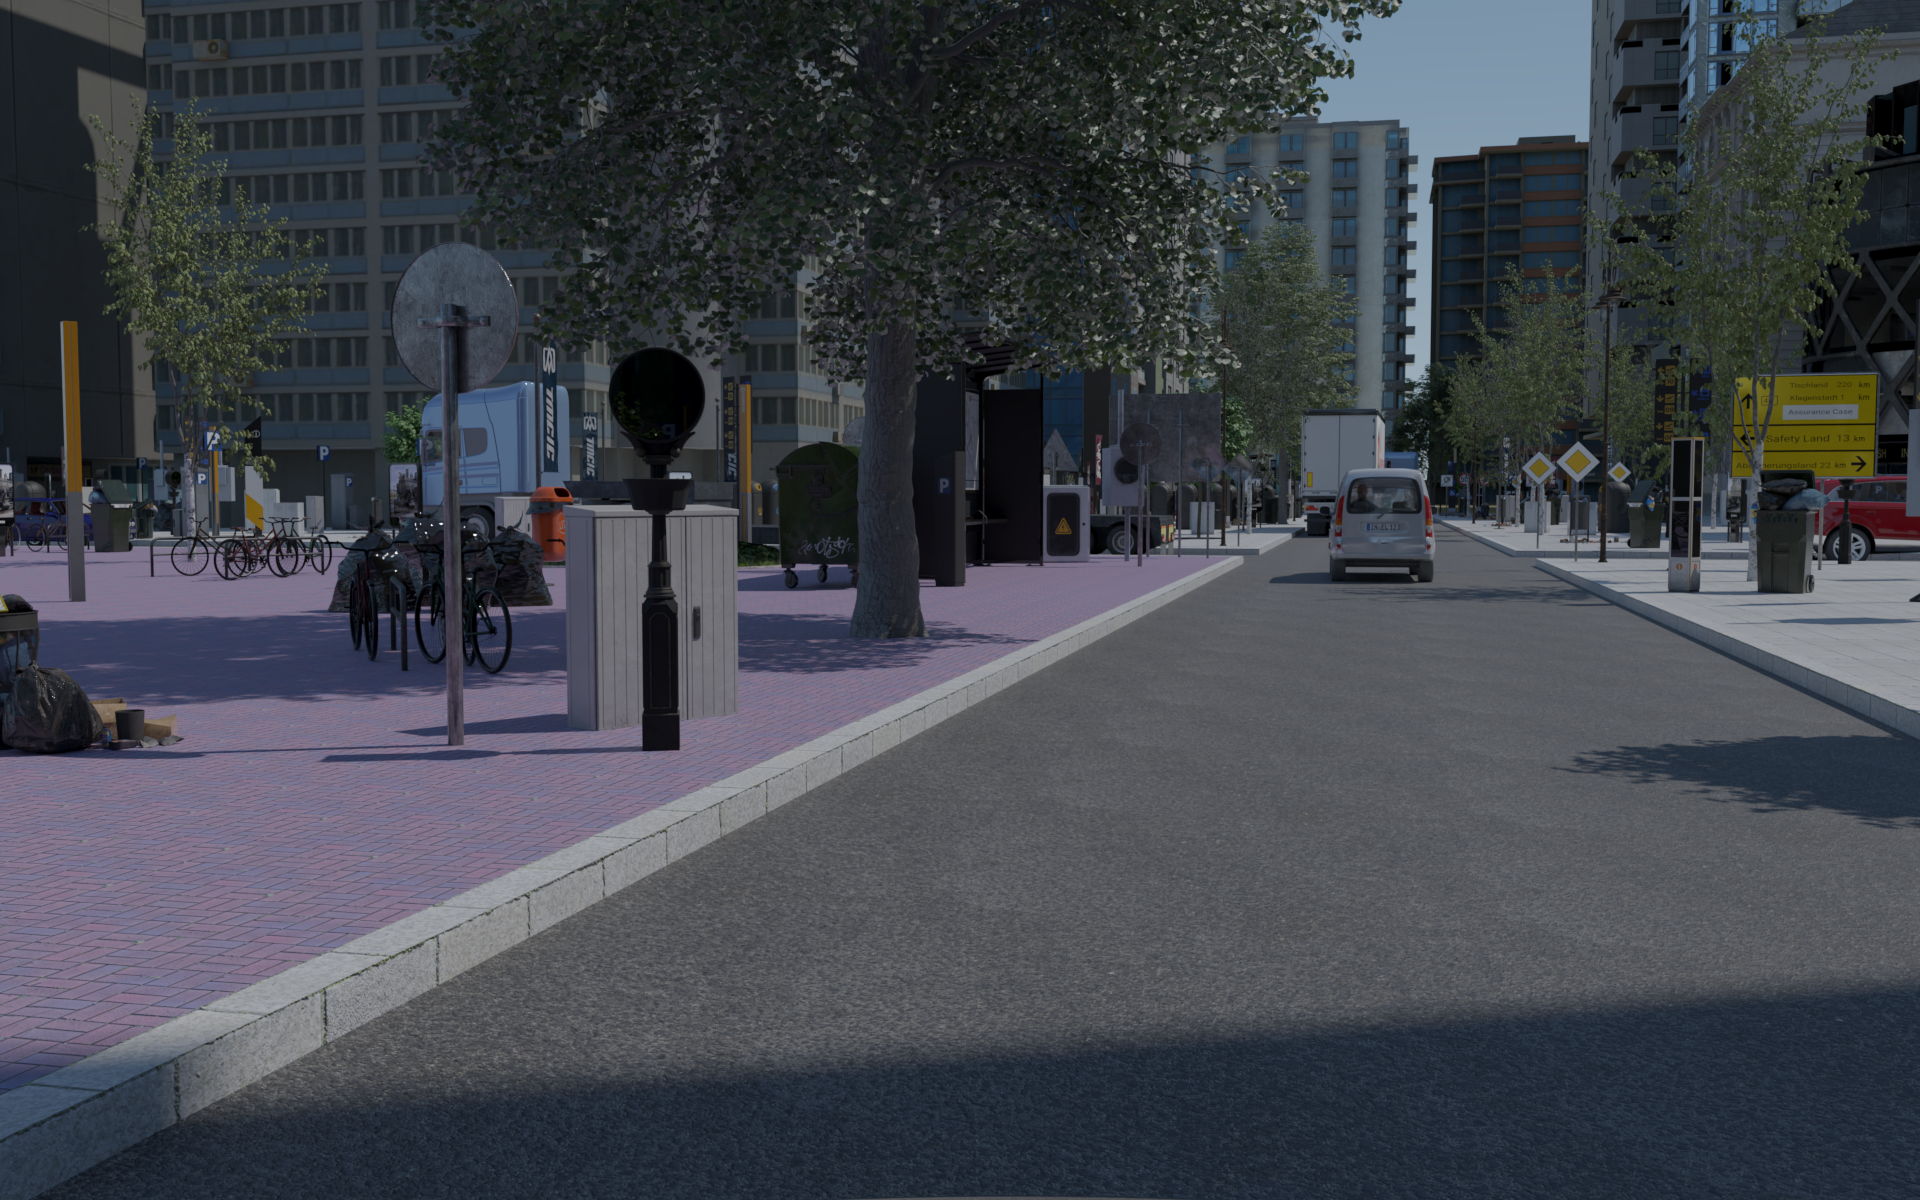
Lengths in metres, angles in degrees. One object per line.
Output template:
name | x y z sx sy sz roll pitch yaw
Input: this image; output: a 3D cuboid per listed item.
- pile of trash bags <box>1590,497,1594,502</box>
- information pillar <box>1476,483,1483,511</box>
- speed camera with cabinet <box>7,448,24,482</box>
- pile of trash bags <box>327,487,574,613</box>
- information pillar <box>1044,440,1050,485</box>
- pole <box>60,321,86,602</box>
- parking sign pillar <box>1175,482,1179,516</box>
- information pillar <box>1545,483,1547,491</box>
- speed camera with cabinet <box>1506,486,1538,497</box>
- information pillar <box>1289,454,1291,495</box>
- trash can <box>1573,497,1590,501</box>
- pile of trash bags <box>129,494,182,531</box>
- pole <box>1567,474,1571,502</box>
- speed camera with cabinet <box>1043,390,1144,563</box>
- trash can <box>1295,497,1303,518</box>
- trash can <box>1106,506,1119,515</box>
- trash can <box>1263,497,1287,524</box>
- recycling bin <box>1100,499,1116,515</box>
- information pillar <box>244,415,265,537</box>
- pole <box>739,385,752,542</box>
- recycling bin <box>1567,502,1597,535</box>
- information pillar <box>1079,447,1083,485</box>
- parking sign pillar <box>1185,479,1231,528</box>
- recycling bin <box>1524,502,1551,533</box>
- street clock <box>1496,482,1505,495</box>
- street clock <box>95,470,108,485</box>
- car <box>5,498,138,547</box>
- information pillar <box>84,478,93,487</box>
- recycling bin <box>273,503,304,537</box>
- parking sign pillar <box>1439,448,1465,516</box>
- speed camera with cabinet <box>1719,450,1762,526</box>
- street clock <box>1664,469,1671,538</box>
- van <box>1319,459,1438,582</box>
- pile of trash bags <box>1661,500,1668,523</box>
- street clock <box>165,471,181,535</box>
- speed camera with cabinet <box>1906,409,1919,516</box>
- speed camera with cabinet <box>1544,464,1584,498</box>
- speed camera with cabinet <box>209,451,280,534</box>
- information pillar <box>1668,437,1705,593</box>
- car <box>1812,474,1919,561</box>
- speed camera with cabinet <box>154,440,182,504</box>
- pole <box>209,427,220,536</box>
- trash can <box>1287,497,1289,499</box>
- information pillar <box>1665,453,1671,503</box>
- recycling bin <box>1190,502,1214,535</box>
pile of trash bags | 37.967 -6.016 108.109 3.447 1.369 1.912 2 4 32
information pillar | 33.212 -6.500 110.761 0.304 2.012 0.304 -2 4 -24
speed camera with cabinet | -39.764 -4.839 73.455 2.038 3.252 0.660 2 4 33
pile of trash bags | -5.565 -0.633 20.100 1.912 1.369 3.447 1 4 21
information pillar | 3.671 -5.060 74.086 0.183 3.616 0.504 2 4 35
pole | -10.533 -1.635 20.568 0.158 3.312 0.155 0 3 0
parking sign pillar | 13.256 -6.929 101.762 1.447 3.967 1.447 -1 4 -16
information pillar | 30.750 -5.257 90.440 0.304 2.012 0.304 0 4 4
speed camera with cabinet | 33.142 -6.571 101.776 2.038 3.252 0.660 2 4 34
information pillar | 18.601 -6.502 97.666 0.183 3.616 0.504 1 4 14
trash can | 27.819 -4.032 77.571 0.748 1.137 0.748 0 3 0
pile of trash bags | -28.642 -3.142 61.125 3.447 1.369 1.912 2 4 27
pole | 30.249 -5.637 86.009 0.158 3.312 0.155 0 3 0
speed camera with cabinet | 2.412 -2.337 32.553 2.038 3.252 0.660 -1 4 -13
trash can | 18.002 -4.949 92.566 0.748 1.137 0.748 0 3 0
trash can | 6.807 -4.016 77.311 0.748 1.137 0.748 0 3 0
trash can | 13.443 -3.855 74.685 0.748 1.137 0.748 0 3 0
recycling bin | 7.275 -4.422 84.857 0.722 1.027 0.722 1 4 15
information pillar | -20.967 -3.676 51.459 0.504 3.616 0.183 -2 4 -30
pole | -4.009 -2.357 32.379 0.158 3.312 0.155 0 3 0
recycling bin | 19.392 -2.535 53.994 0.722 1.027 0.722 0 4 4
information pillar | 6.088 -5.866 87.262 0.183 3.616 0.504 -1 4 -14
parking sign pillar | 9.460 -4.682 65.022 1.447 3.967 1.447 2 4 25
recycling bin | 19.218 -2.757 57.632 0.722 1.027 0.722 2 4 29
street clock | 29.760 -5.549 95.301 0.471 2.002 0.358 -1 4 -9
street clock | -25.369 -2.855 51.246 0.358 2.002 0.471 -1 4 -9
car | -24.041 -2.053 46.148 3.894 1.354 1.945 1 4 14
information pillar | -40.069 -4.597 79.652 0.304 2.012 0.304 -3 5 -39
recycling bin | -19.726 -2.345 50.899 0.722 1.027 0.722 -1 4 -9
parking sign pillar | 28.846 -6.912 101.480 1.447 3.967 1.447 1 4 15
speed camera with cabinet | 31.402 -4.577 69.175 2.038 3.252 0.660 -2 4 -24
street clock | 20.876 -2.835 50.931 0.358 2.002 0.471 1 4 14
van | 7.187 -1.386 29.681 2.013 2.044 4.112 1 4 12
pile of trash bags | 31.290 -4.165 77.857 3.447 1.369 1.912 2 4 30
street clock | -24.468 -3.018 53.922 0.358 2.002 0.471 1 4 18
speed camera with cabinet | 10.517 -1.392 17.091 0.660 3.252 2.038 -2 4 -32
speed camera with cabinet | 32.914 -6.103 94.125 2.038 3.252 0.660 -1 4 -22
speed camera with cabinet | -23.275 -3.793 56.351 2.038 3.252 0.660 -1 4 -11
information pillar | 9.477 -1.108 22.613 0.304 2.012 0.304 -3 5 -42
car | 18.970 -1.570 34.344 5.304 1.827 2.281 1 4 11
speed camera with cabinet | -28.704 -4.248 63.788 2.038 3.252 0.660 1 4 22
pole | -22.557 -3.582 52.404 0.158 3.312 0.155 0 3 0
trash can | 14.723 -4.154 79.567 0.748 1.137 0.748 0 3 0
information pillar | 36.004 -5.913 88.039 0.183 3.616 0.504 0 4 3
recycling bin | 7.717 -2.610 55.222 0.722 1.027 0.722 0 4 3
